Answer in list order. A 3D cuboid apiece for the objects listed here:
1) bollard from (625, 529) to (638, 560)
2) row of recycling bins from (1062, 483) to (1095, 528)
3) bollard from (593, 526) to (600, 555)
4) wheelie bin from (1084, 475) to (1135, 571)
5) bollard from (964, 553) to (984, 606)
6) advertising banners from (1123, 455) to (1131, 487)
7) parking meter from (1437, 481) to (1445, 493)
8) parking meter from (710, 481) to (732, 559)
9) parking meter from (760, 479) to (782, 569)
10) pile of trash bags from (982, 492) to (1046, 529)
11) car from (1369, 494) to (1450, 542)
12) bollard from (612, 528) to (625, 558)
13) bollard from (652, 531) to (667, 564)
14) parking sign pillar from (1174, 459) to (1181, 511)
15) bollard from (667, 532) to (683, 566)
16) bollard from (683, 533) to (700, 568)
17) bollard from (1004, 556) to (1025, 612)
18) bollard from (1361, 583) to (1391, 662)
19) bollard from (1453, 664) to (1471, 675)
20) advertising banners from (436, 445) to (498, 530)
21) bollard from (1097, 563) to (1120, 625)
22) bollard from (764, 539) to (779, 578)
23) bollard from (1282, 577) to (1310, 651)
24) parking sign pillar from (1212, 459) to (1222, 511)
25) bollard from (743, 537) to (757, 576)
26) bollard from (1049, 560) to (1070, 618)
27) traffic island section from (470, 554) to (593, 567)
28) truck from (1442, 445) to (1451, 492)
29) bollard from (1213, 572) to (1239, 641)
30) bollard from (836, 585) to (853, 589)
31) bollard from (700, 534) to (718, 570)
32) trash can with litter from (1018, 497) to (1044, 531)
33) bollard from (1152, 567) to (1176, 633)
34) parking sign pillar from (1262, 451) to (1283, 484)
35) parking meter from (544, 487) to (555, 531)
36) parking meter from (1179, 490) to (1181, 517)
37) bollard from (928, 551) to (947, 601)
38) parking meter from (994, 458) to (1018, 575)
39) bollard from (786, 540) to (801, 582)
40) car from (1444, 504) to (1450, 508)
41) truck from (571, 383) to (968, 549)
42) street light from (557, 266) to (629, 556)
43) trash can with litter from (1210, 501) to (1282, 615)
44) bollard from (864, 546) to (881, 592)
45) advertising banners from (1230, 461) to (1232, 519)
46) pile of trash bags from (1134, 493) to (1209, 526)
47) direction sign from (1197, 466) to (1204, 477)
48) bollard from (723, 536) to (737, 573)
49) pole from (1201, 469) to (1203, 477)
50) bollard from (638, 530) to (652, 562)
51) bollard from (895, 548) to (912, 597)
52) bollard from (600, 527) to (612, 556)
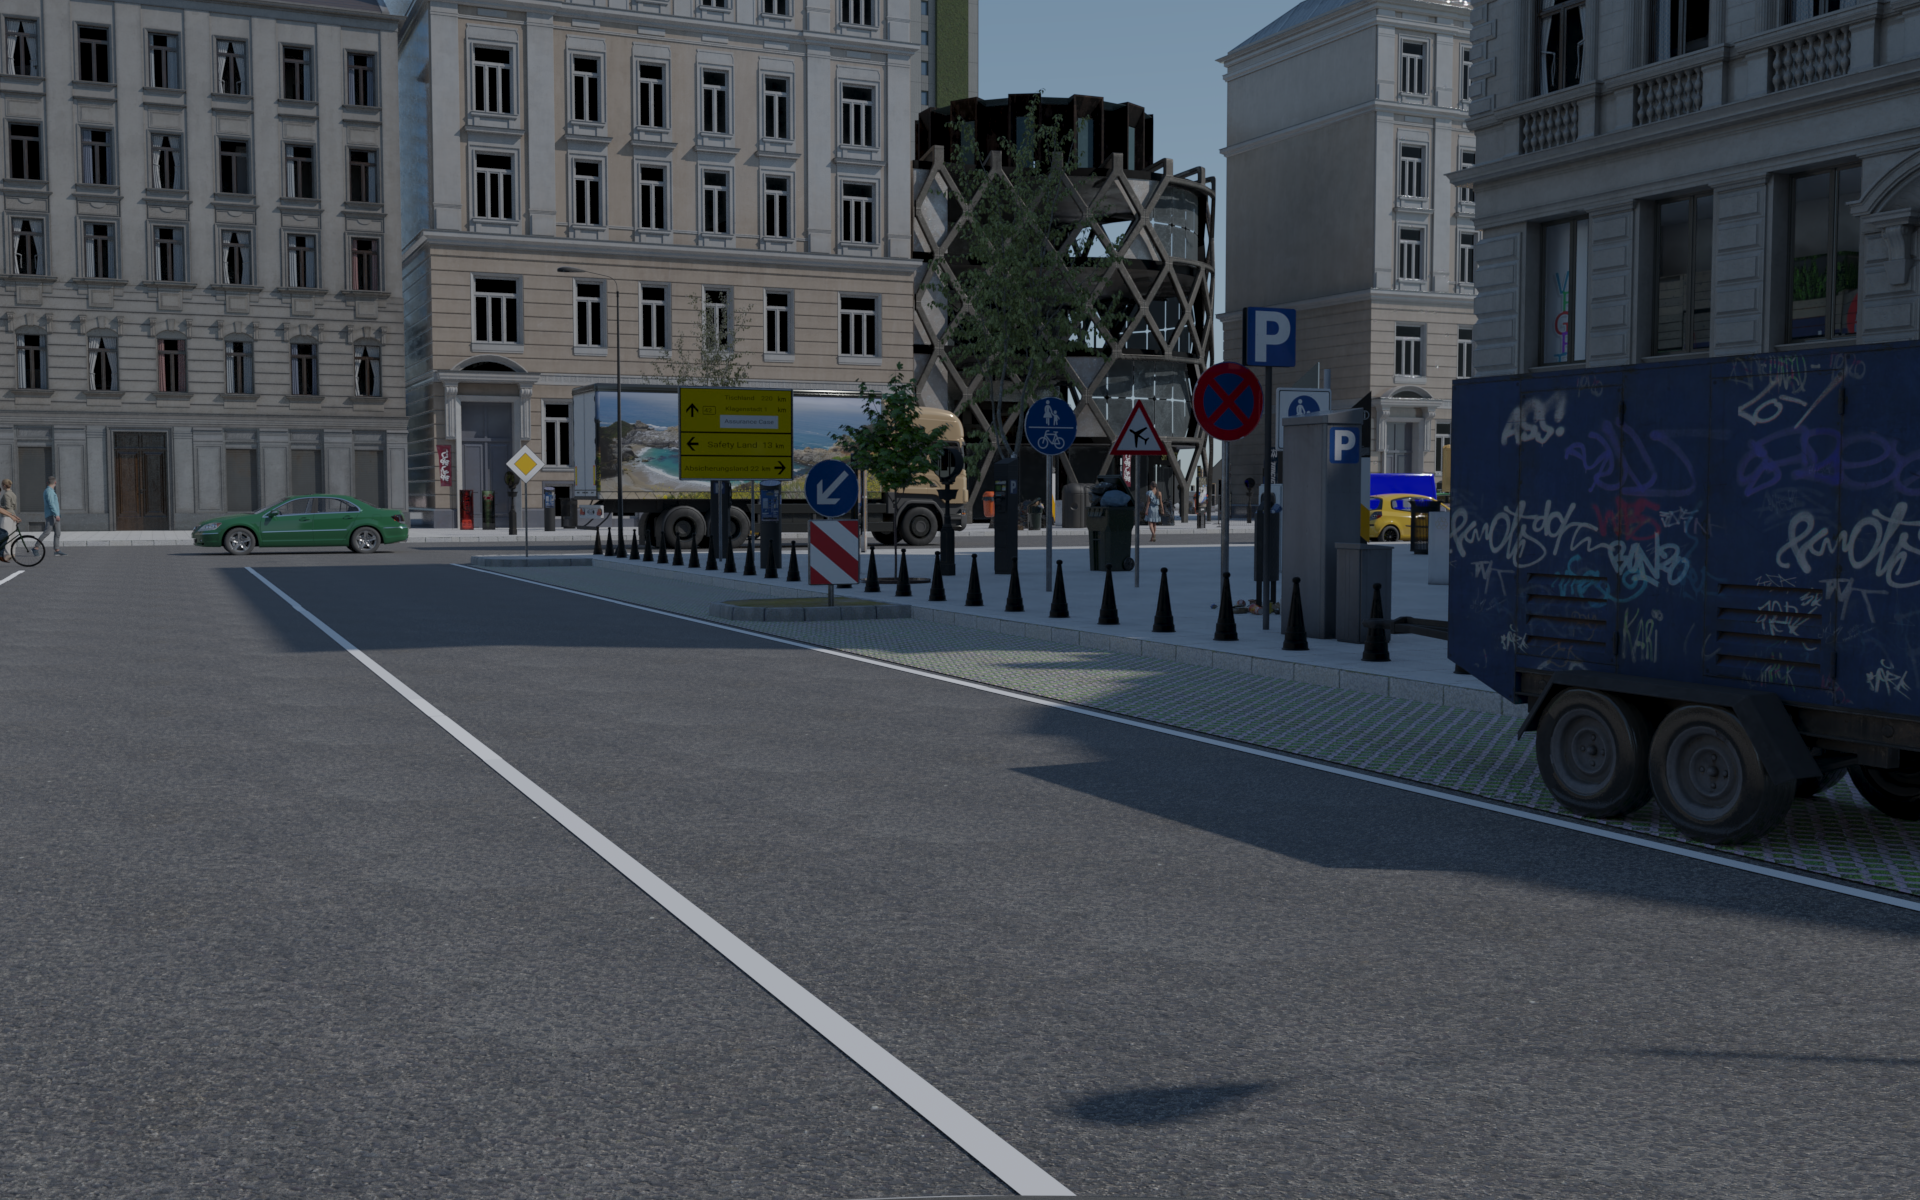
[{"bbox_3d":[-6.366,-1.092,33.888,0.229,0.601,0.229,0,3,0],"label":"bollard"},{"bbox_3d":[4.721,-3.626,66.392,1.069,1.692,3.534,1,4,18],"label":"row of recycling bins"},{"bbox_3d":[-7.668,-1.262,36.681,0.229,0.601,0.229,0,3,0],"label":"bollard"},{"bbox_3d":[2.508,-1.282,28.867,0.693,1.594,0.980,-2,4,-34],"label":"wheelie bin"},{"bbox_3d":[0.165,-0.233,19.856,0.229,0.601,0.229,0,3,0],"label":"bollard"},{"bbox_3d":[5.578,-4.101,63.236,2.074,3.025,0.090,-3,5,-39],"label":"advertising banners"},{"bbox_3d":[20.835,-4.242,75.063,0.255,1.863,0.399,3,4,39],"label":"parking meter"},{"bbox_3d":[-4.750,-1.758,34.459,0.399,1.863,0.255,0,4,3],"label":"parking meter"},{"bbox_3d":[-3.261,-1.311,29.842,0.372,1.533,0.369,0,3,0],"label":"parking meter"},{"bbox_3d":[1.863,-3.327,64.151,1.912,1.369,3.447,2,4,32],"label":"pile of trash bags"},{"bbox_3d":[12.614,-2.325,48.245,3.980,1.641,2.015,-2,4,-24],"label":"car"},{"bbox_3d":[-6.803,-1.148,34.818,0.229,0.601,0.229,0,3,0],"label":"bollard"},{"bbox_3d":[-5.496,-0.977,32.014,0.229,0.601,0.229,0,3,0],"label":"bollard"},{"bbox_3d":[16.556,-8.909,134.141,1.447,3.967,1.447,3,5,41],"label":"parking sign pillar"},{"bbox_3d":[-5.062,-0.920,31.082,0.229,0.601,0.229,0,3,0],"label":"bollard"},{"bbox_3d":[-4.628,-0.863,30.151,0.229,0.601,0.229,0,3,0],"label":"bollard"},{"bbox_3d":[0.598,-0.176,18.925,0.229,0.601,0.229,0,3,0],"label":"bollard"},{"bbox_3d":[3.204,0.166,13.322,0.229,0.601,0.229,0,3,0],"label":"bollard"},{"bbox_3d":[3.647,0.224,12.374,0.229,0.601,0.229,0,3,0],"label":"bollard"},{"bbox_3d":[-17.542,-4.003,61.640,2.074,3.025,0.090,-1,4,-15],"label":"advertising banners"},{"bbox_3d":[1.466,-0.062,17.053,0.229,0.601,0.229,0,3,0],"label":"bollard"},{"bbox_3d":[-2.878,-0.634,26.402,0.229,0.601,0.229,0,3,0],"label":"bollard"},{"bbox_3d":[2.766,0.109,14.260,0.229,0.601,0.229,0,3,0],"label":"bollard"},{"bbox_3d":[18.837,-8.507,127.558,1.447,3.967,1.447,-3,5,-40],"label":"parking sign pillar"},{"bbox_3d":[-3.318,-0.691,27.337,0.229,0.601,0.229,0,3,0],"label":"bollard"},{"bbox_3d":[1.033,-0.119,17.994,0.229,0.601,0.229,0,3,0],"label":"bollard"},{"bbox_3d":[-8.796,-0.793,35.253,2.009,0.180,2.903,-2,4,-25],"label":"traffic island section"},{"bbox_3d":[21.719,-4.001,61.342,9.791,3.379,3.469,-2,4,-24],"label":"truck"},{"bbox_3d":[2.336,0.052,15.192,0.229,0.601,0.229,0,3,0],"label":"bollard"},{"bbox_3d":[-1.576,-0.462,23.594,0.229,0.601,0.229,0,3,0],"label":"bollard"},{"bbox_3d":[-4.188,-0.805,29.198,0.229,0.601,0.229,0,3,0],"label":"bollard"},{"bbox_3d":[2.386,-3.025,60.840,1.055,1.170,0.624,0,4,-6],"label":"trash can with litter"},{"bbox_3d":[1.899,-0.005,16.122,0.229,0.601,0.229,0,3,0],"label":"bollard"},{"bbox_3d":[15.210,-5.840,83.958,1.447,3.967,1.447,-3,5,-45],"label":"parking sign pillar"},{"bbox_3d":[-14.108,-3.127,59.529,0.372,1.533,0.369,0,3,0],"label":"parking meter"},{"bbox_3d":[12.460,-5.582,96.977,0.399,1.863,0.255,1,4,14],"label":"parking meter"},{"bbox_3d":[-0.271,-0.291,20.793,0.229,0.601,0.229,0,3,0],"label":"bollard"},{"bbox_3d":[0.735,-1.345,27.705,0.255,1.863,0.399,2,4,31],"label":"parking meter"},{"bbox_3d":[-2.447,-0.576,25.455,0.229,0.601,0.229,0,3,0],"label":"bollard"},{"bbox_3d":[17.481,-2.639,55.510,4.827,1.381,2.083,-2,4,-25],"label":"car"},{"bbox_3d":[-4.661,-3.562,47.148,11.283,4.237,2.839,-2,4,-26],"label":"truck"},{"bbox_3d":[-7.564,-3.863,35.703,1.470,5.913,1.316,-2,4,-25],"label":"street light"},{"bbox_3d":[3.600,-0.490,19.069,1.678,1.210,2.233,2,4,28],"label":"trash can with litter"},{"bbox_3d":[-1.147,-0.405,22.662,0.229,0.601,0.229,0,3,0],"label":"bollard"},{"bbox_3d":[14.190,-5.786,90.787,0.090,3.025,2.074,0,4,8],"label":"advertising banners"},{"bbox_3d":[8.439,-3.711,70.424,3.447,1.369,1.912,2,4,25],"label":"pile of trash bags"},{"bbox_3d":[19.152,-8.878,137.156,0.876,3.537,0.379,2,4,34],"label":"direction sign"},{"bbox_3d":[-3.753,-0.748,28.267,0.229,0.601,0.229,0,3,0],"label":"bollard"},{"bbox_3d":[19.735,-9.033,141.540,0.158,3.312,0.155,0,3,0],"label":"pole"},{"bbox_3d":[-5.935,-1.035,32.956,0.229,0.601,0.229,0,3,0],"label":"bollard"},{"bbox_3d":[-0.708,-0.347,21.723,0.229,0.601,0.229,0,3,0],"label":"bollard"},{"bbox_3d":[-7.234,-1.205,35.750,0.229,0.601,0.229,0,3,0],"label":"bollard"}]
